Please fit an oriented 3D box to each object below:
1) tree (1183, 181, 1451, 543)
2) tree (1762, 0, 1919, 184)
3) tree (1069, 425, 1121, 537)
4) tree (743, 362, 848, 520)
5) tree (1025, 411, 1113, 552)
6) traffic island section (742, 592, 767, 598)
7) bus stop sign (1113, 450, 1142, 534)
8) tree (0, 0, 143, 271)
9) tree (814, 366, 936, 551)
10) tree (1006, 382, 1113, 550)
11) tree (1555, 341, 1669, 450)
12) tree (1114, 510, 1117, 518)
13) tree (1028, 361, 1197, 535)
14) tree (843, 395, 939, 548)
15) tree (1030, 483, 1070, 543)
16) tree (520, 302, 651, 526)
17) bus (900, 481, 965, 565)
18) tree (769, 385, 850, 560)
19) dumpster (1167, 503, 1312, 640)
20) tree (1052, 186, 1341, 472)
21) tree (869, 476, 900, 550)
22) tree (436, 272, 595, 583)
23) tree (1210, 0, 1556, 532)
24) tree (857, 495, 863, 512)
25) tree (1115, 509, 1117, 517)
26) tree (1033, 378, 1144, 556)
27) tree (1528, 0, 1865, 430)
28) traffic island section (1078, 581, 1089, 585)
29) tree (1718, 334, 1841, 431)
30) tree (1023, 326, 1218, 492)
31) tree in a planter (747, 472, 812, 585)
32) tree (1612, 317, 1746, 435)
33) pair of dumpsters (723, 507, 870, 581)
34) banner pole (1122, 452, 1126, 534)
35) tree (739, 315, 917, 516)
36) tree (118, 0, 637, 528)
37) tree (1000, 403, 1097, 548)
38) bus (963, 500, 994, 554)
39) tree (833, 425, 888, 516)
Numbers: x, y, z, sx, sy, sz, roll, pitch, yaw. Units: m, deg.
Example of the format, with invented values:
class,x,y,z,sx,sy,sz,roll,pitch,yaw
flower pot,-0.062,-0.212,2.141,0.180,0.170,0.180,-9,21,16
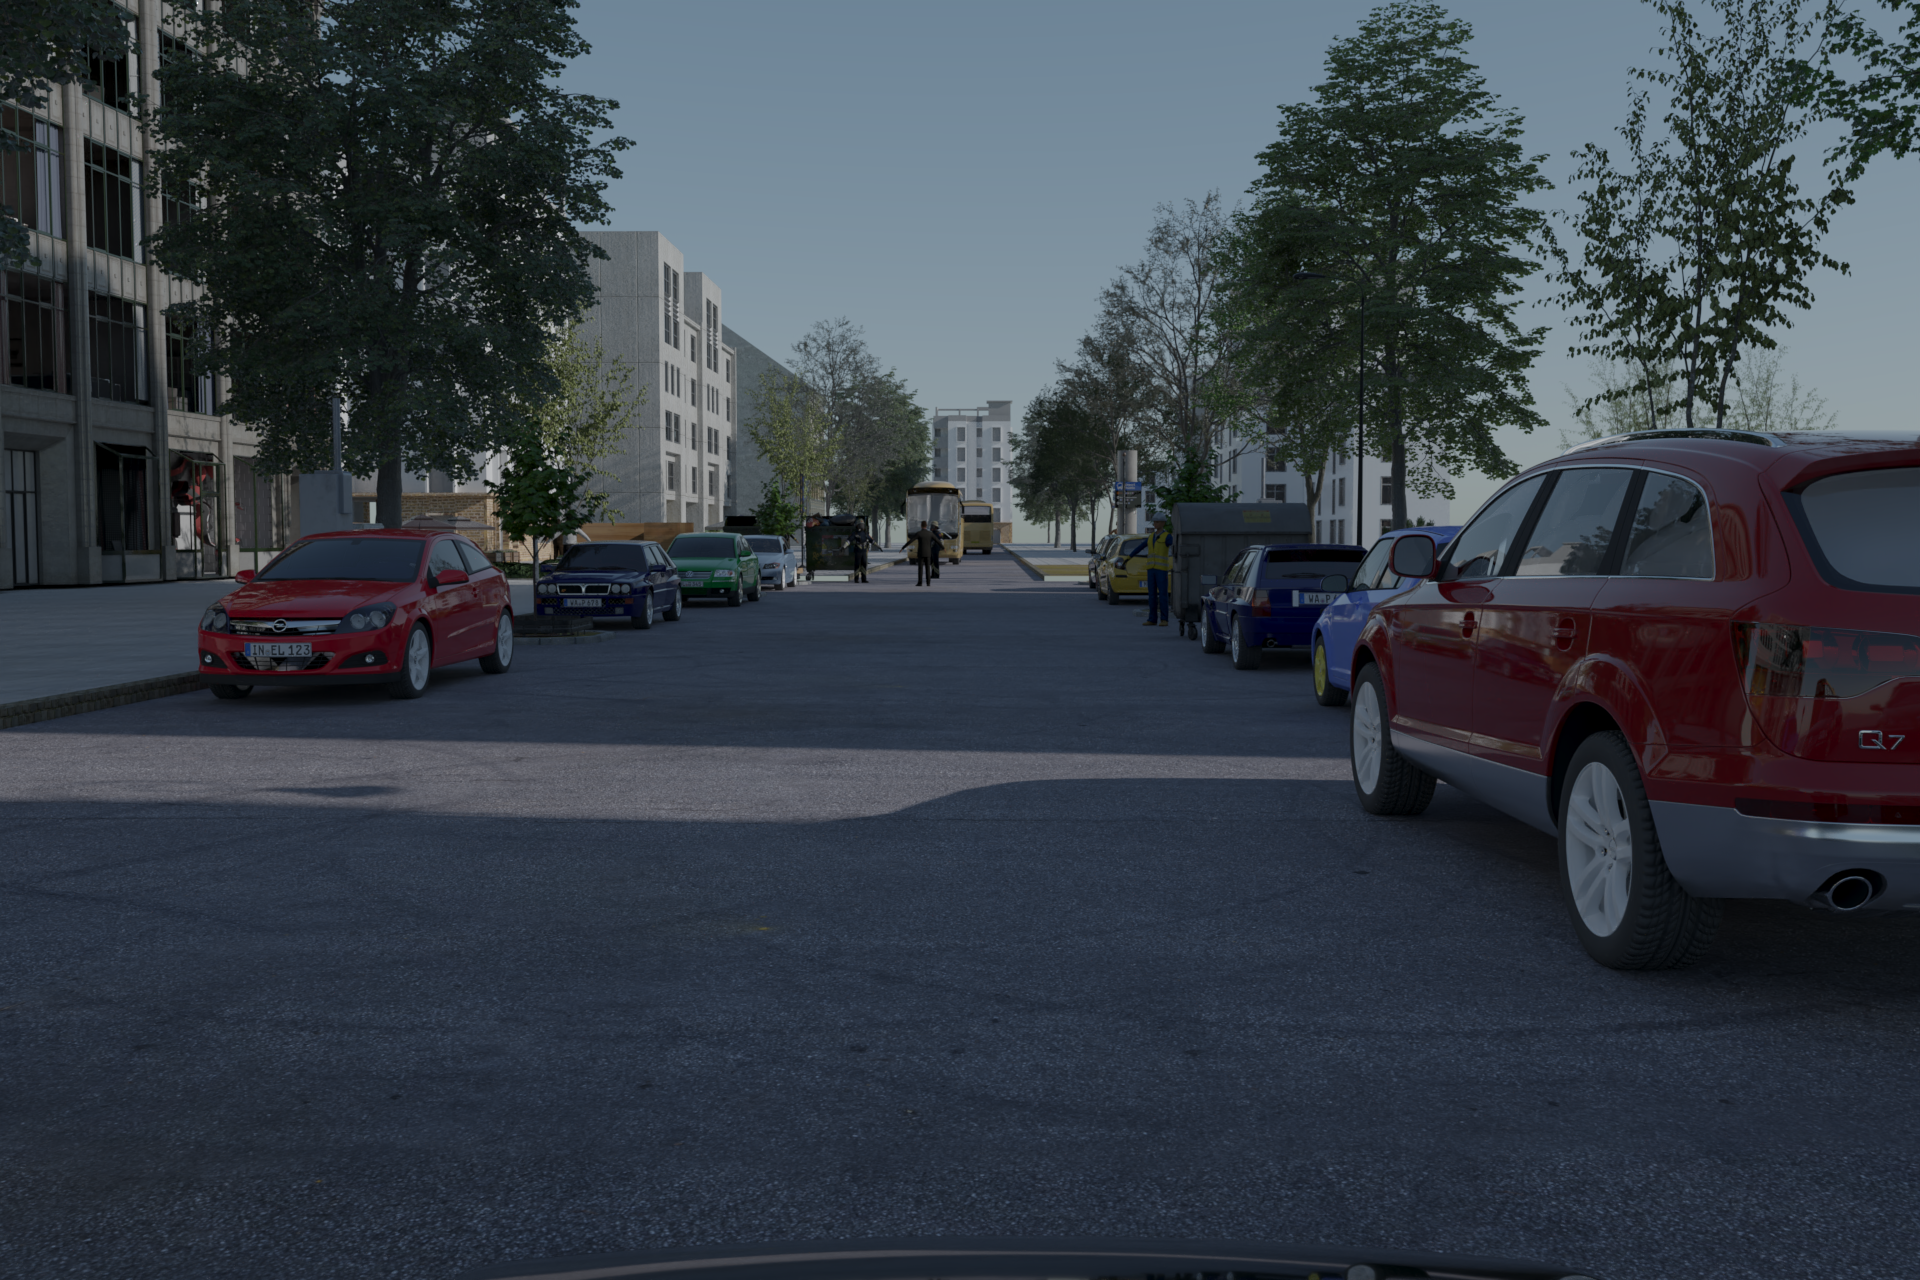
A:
class,x,y,z,sx,sy,sz,roll,pitch,yaw
tree,10.172,-7.563,49.404,9.928,11.665,9.643,0,3,0
tree,10.260,-5.375,13.633,9.928,11.665,9.643,0,3,0
tree,8.375,-9.655,108.215,4.360,8.622,3.978,0,3,0
tree,-7.314,-7.613,74.833,4.737,8.622,4.395,0,3,0
tree,7.879,-11.529,122.915,7.601,10.594,8.767,-2,4,-33
traffic island section,-5.486,-1.031,39.724,1.991,0.108,1.994,0,4,1
bus stop sign,5.273,-4.018,54.706,0.837,3.901,0.837,0,4,0
tree,-11.628,-6.604,14.638,9.857,13.997,8.962,0,3,0
tree,-6.568,-13.711,130.829,9.857,13.997,8.962,0,3,0
tree,9.083,-14.023,139.642,12.009,13.543,11.850,0,3,0
tree,25.341,-7.037,65.413,4.360,8.622,3.978,0,3,0
tree,24.228,-18.100,246.293,4.360,8.622,3.978,0,3,0
tree,7.612,-9.342,87.155,8.767,10.594,7.601,-1,4,-15
tree,-6.485,-15.222,155.528,9.857,13.997,8.962,0,3,0
tree,12.986,-20.018,245.424,7.486,12.596,7.792,0,3,0
tree,-11.382,-6.127,50.536,4.737,8.622,4.395,0,3,0
bus,-1.155,-5.674,84.313,2.896,3.916,12.252,0,4,1
tree,-7.929,-8.312,86.265,4.360,8.622,3.978,0,3,0
dumpster,3.826,-0.951,23.772,1.865,1.857,1.264,0,3,0
tree,8.439,-9.276,62.027,12.009,13.543,11.850,0,3,0
tree,-6.653,-11.779,142.954,4.360,8.622,3.978,0,3,0
tree,-11.208,-5.768,44.672,4.737,8.622,4.395,0,3,0
tree,9.241,-7.318,37.773,7.486,12.596,7.792,0,3,0
tree,-13.736,-19.516,244.846,9.928,11.665,9.643,0,3,0
tree,24.577,-18.365,250.621,4.360,8.622,3.978,0,3,0
tree,7.374,-10.060,98.895,7.601,10.594,8.767,-3,4,-37
tree,9.415,-4.384,22.039,4.737,8.622,4.395,0,3,0
traffic island section,4.366,-1.614,49.260,1.991,0.108,1.994,0,4,0
tree,29.427,-6.924,63.577,4.360,8.622,3.978,0,3,0
tree,7.287,-8.663,76.057,8.767,10.594,7.601,-1,4,-20
tree in a planter,-5.281,-3.197,49.496,1.991,3.239,1.994,0,4,0
tree,23.499,-6.586,58.037,4.360,8.622,3.978,0,3,0
pair of dumpsters,-4.971,-2.923,52.735,4.436,2.255,1.574,0,4,0
banner pole,5.014,-3.844,52.873,0.401,3.779,0.863,0,4,1
tree,-7.363,-11.416,97.029,12.009,13.543,11.850,0,3,0
tree,-11.114,-7.737,33.156,9.857,13.997,8.962,0,3,0
tree,8.817,-15.373,158.007,9.857,13.997,8.962,0,3,0
bus,1.003,-8.136,124.571,2.896,3.916,12.252,0,4,0
tree,-7.589,-10.215,117.381,4.360,8.622,3.978,0,3,0
